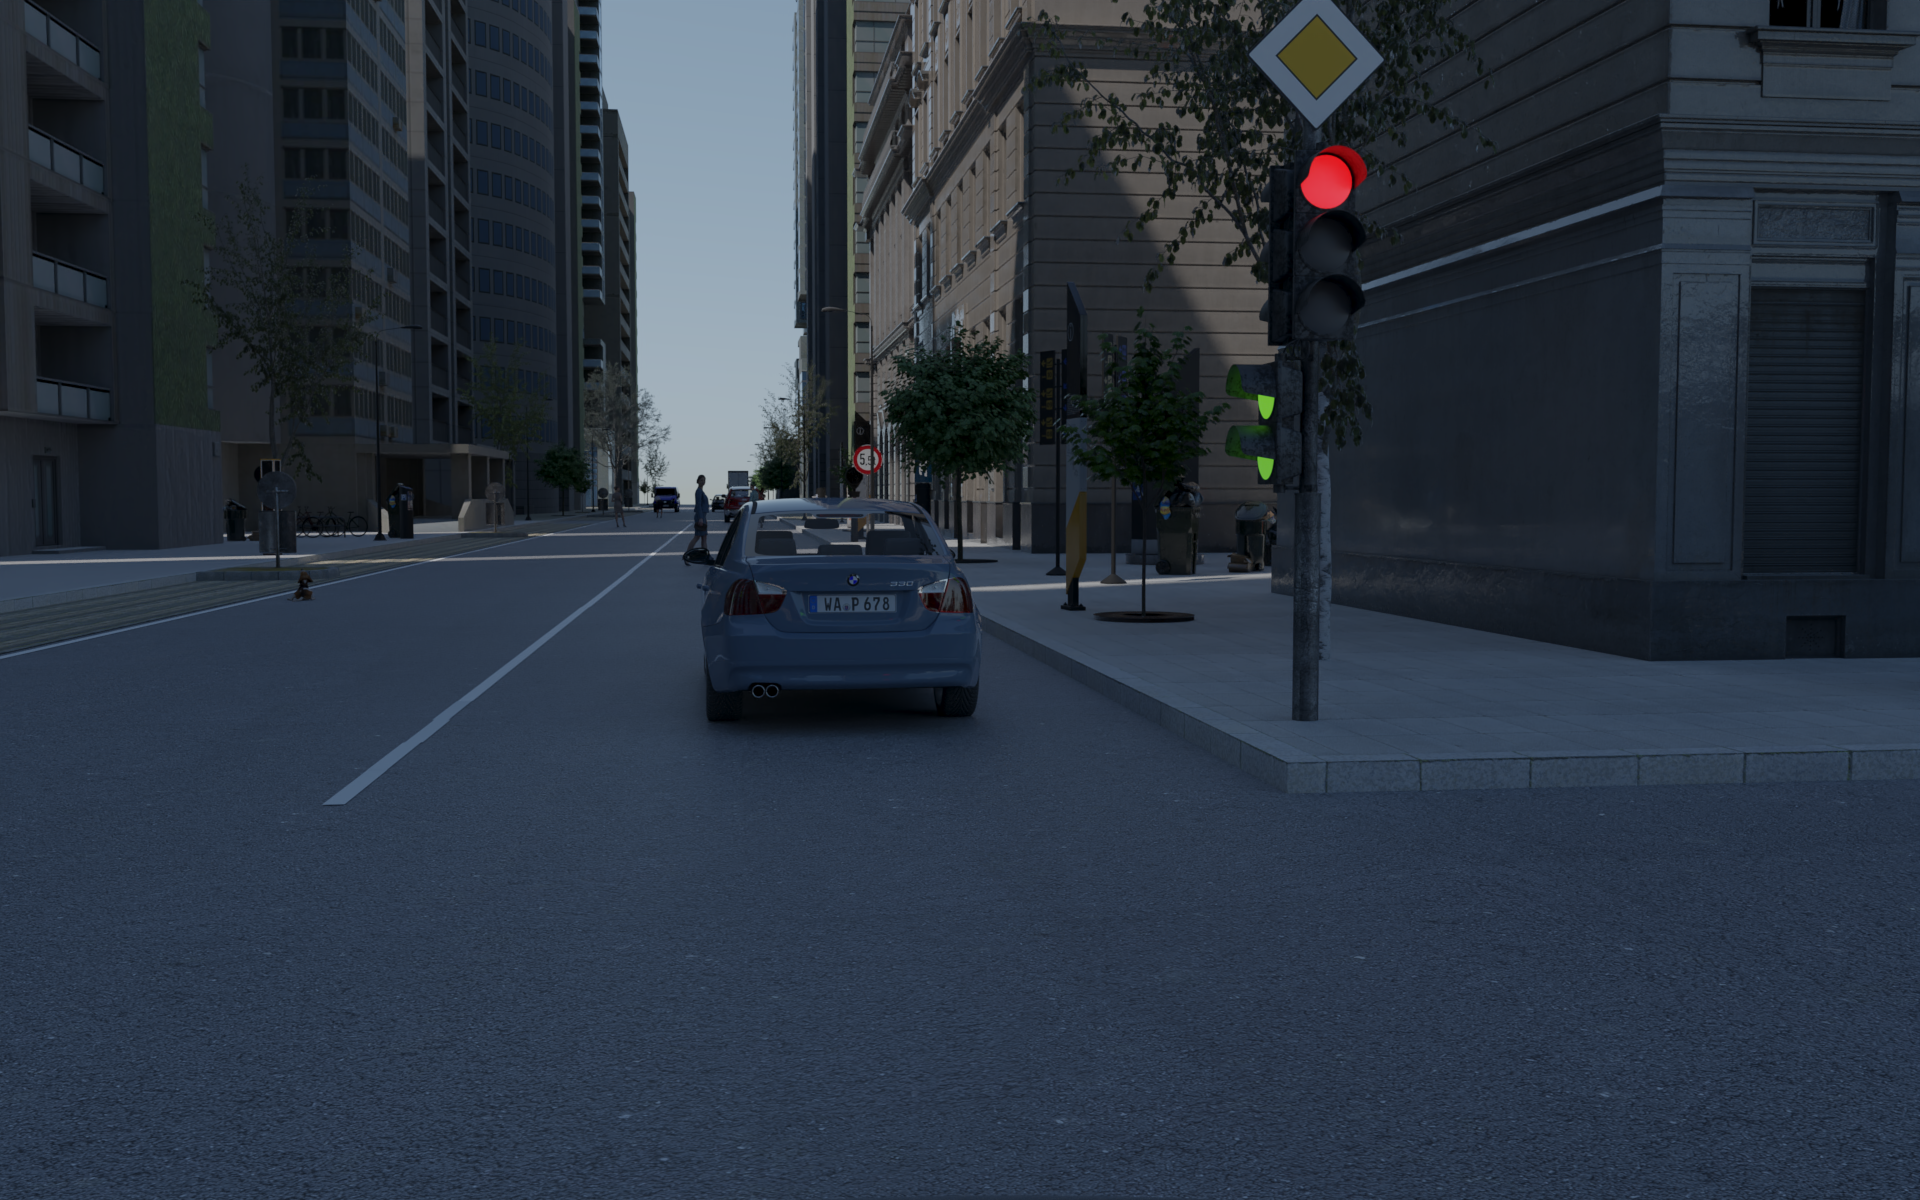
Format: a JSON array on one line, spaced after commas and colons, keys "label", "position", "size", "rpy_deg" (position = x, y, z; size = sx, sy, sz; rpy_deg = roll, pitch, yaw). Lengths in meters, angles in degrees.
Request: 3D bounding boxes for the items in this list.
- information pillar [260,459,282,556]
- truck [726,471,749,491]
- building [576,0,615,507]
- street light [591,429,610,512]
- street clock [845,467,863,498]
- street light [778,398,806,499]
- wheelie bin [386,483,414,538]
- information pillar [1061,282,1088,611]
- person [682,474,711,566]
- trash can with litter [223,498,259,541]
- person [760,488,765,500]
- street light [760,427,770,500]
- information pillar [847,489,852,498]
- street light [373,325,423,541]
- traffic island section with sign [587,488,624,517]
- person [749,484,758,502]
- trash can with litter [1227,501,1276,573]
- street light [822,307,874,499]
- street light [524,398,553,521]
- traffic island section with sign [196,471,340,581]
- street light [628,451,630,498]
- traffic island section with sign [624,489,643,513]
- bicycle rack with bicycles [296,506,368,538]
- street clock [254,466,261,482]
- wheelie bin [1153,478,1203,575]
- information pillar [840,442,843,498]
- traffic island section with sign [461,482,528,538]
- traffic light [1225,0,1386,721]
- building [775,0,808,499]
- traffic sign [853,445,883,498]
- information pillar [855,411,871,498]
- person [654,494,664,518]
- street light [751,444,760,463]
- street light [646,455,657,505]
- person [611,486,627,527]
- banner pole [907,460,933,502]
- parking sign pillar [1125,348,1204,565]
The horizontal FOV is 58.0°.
[{"label": "information pillar", "position": [-14.408, -1.942, 36.248], "size": [0.304, 2.012, 0.304], "rpy_deg": [0, 4, 5]}, {"label": "truck", "position": [-27.183, -13.654, 212.154], "size": [2.839, 4.237, 11.283], "rpy_deg": [0, 4, -8]}, {"label": "building", "position": [-47.389, -53.056, 180.138], "size": [22.319, 86.520, 31.000], "rpy_deg": [0, 4, -8]}, {"label": "street light", "position": [-25.554, -9.210, 123.132], "size": [1.470, 5.913, 1.316], "rpy_deg": [0, 4, -8]}, {"label": "street clock", "position": [-2.820, -2.549, 46.240], "size": [0.471, 2.002, 0.358], "rpy_deg": [-1, 4, -9]}, {"label": "street light", "position": [-8.053, -6.791, 83.571], "size": [1.470, 5.913, 1.316], "rpy_deg": [0, 4, -8]}, {"label": "wheelie bin", "position": [-16.436, -2.628, 50.884], "size": [0.693, 1.594, 0.980], "rpy_deg": [0, 4, -4]}, {"label": "information pillar", "position": [1.274, -1.691, 19.003], "size": [0.183, 3.616, 0.504], "rpy_deg": [-1, 4, -14]}, {"label": "person", "position": [-5.222, -1.596, 34.610], "size": [0.654, 1.822, 0.581], "rpy_deg": [1, 4, 14]}, {"label": "trash can with litter", "position": [-19.511, -2.190, 47.200], "size": [1.055, 1.170, 0.624], "rpy_deg": [-3, 5, -40]}, {"label": "person", "position": [-12.066, -5.975, 106.131], "size": [0.705, 1.831, 1.348], "rpy_deg": [0, 4, -1]}, {"label": "street light", "position": [-12.894, -9.014, 119.925], "size": [1.470, 5.913, 1.316], "rpy_deg": [0, 4, -8]}, {"label": "information pillar", "position": [-4.027, -3.698, 64.954], "size": [0.304, 2.012, 0.304], "rpy_deg": [3, 5, 41]}, {"label": "street light", "position": [-15.452, -4.593, 47.629], "size": [1.470, 5.913, 1.316], "rpy_deg": [0, 4, -8]}, {"label": "traffic island section with sign", "position": [-22.015, -6.022, 107.087], "size": [1.989, 1.847, 2.006], "rpy_deg": [0, 4, -8]}, {"label": "person", "position": [-8.699, -3.968, 73.244], "size": [0.748, 1.841, 0.638], "rpy_deg": [3, 5, 40]}, {"label": "trash can with litter", "position": [4.792, -1.053, 28.601], "size": [0.624, 1.170, 1.055], "rpy_deg": [2, 4, 24]}, {"label": "street light", "position": [-2.736, -4.325, 43.263], "size": [1.470, 5.913, 1.316], "rpy_deg": [0, 4, -8]}, {"label": "street light", "position": [-20.392, -6.809, 83.868], "size": [1.470, 5.913, 1.316], "rpy_deg": [0, 4, -8]}, {"label": "traffic island section with sign", "position": [-11.679, -1.272, 29.419], "size": [1.989, 1.847, 2.006], "rpy_deg": [0, 4, -8]}, {"label": "street light", "position": [-31.395, -11.895, 167.024], "size": [1.470, 5.913, 1.316], "rpy_deg": [0, 4, -8]}, {"label": "traffic island section with sign", "position": [-25.629, -7.688, 134.321], "size": [1.989, 1.847, 2.006], "rpy_deg": [0, 4, -8]}, {"label": "bicycle rack with bicycles", "position": [-19.152, -2.333, 51.520], "size": [2.925, 0.926, 2.852], "rpy_deg": [-2, 4, -25]}, {"label": "street clock", "position": [-17.477, -2.386, 43.587], "size": [0.471, 2.002, 0.358], "rpy_deg": [0, 4, -2]}, {"label": "wheelie bin", "position": [3.501, -1.210, 27.687], "size": [0.693, 1.594, 0.980], "rpy_deg": [1, 4, 20]}, {"label": "information pillar", "position": [-5.321, -5.290, 77.841], "size": [0.183, 3.616, 0.504], "rpy_deg": [-1, 4, -10]}, {"label": "traffic island section with sign", "position": [-15.400, -2.985, 57.431], "size": [1.989, 1.847, 2.006], "rpy_deg": [0, 4, -8]}, {"label": "traffic light", "position": [1.942, -1.272, 9.726], "size": [0.839, 4.253, 0.868], "rpy_deg": [0, 4, -8]}, {"label": "building", "position": [-12.879, -55.931, 227.138], "size": [22.319, 86.520, 31.000], "rpy_deg": [0, 4, -8]}, {"label": "traffic sign", "position": [-2.387, -2.737, 44.861], "size": [0.768, 2.556, 0.104], "rpy_deg": [0, 4, -4]}, {"label": "information pillar", "position": [-2.746, -3.523, 48.959], "size": [0.504, 3.616, 0.183], "rpy_deg": [-1, 4, -16]}, {"label": "person", "position": [-18.298, -5.707, 105.006], "size": [0.799, 1.438, 0.628], "rpy_deg": [1, 4, 18]}, {"label": "street light", "position": [-18.275, -11.470, 160.082], "size": [1.470, 5.913, 1.316], "rpy_deg": [0, 4, -8]}, {"label": "street light", "position": [-36.783, -14.326, 206.763], "size": [1.470, 5.913, 1.316], "rpy_deg": [0, 4, -8]}, {"label": "person", "position": [-14.737, -4.037, 74.842], "size": [0.599, 1.781, 0.374], "rpy_deg": [1, 4, 15]}, {"label": "banner pole", "position": [-1.135, -3.423, 45.979], "size": [0.863, 3.779, 0.401], "rpy_deg": [0, 4, 2]}, {"label": "parking sign pillar", "position": [3.768, -2.647, 31.756], "size": [1.447, 3.967, 1.447], "rpy_deg": [-3, 4, -36]}]
